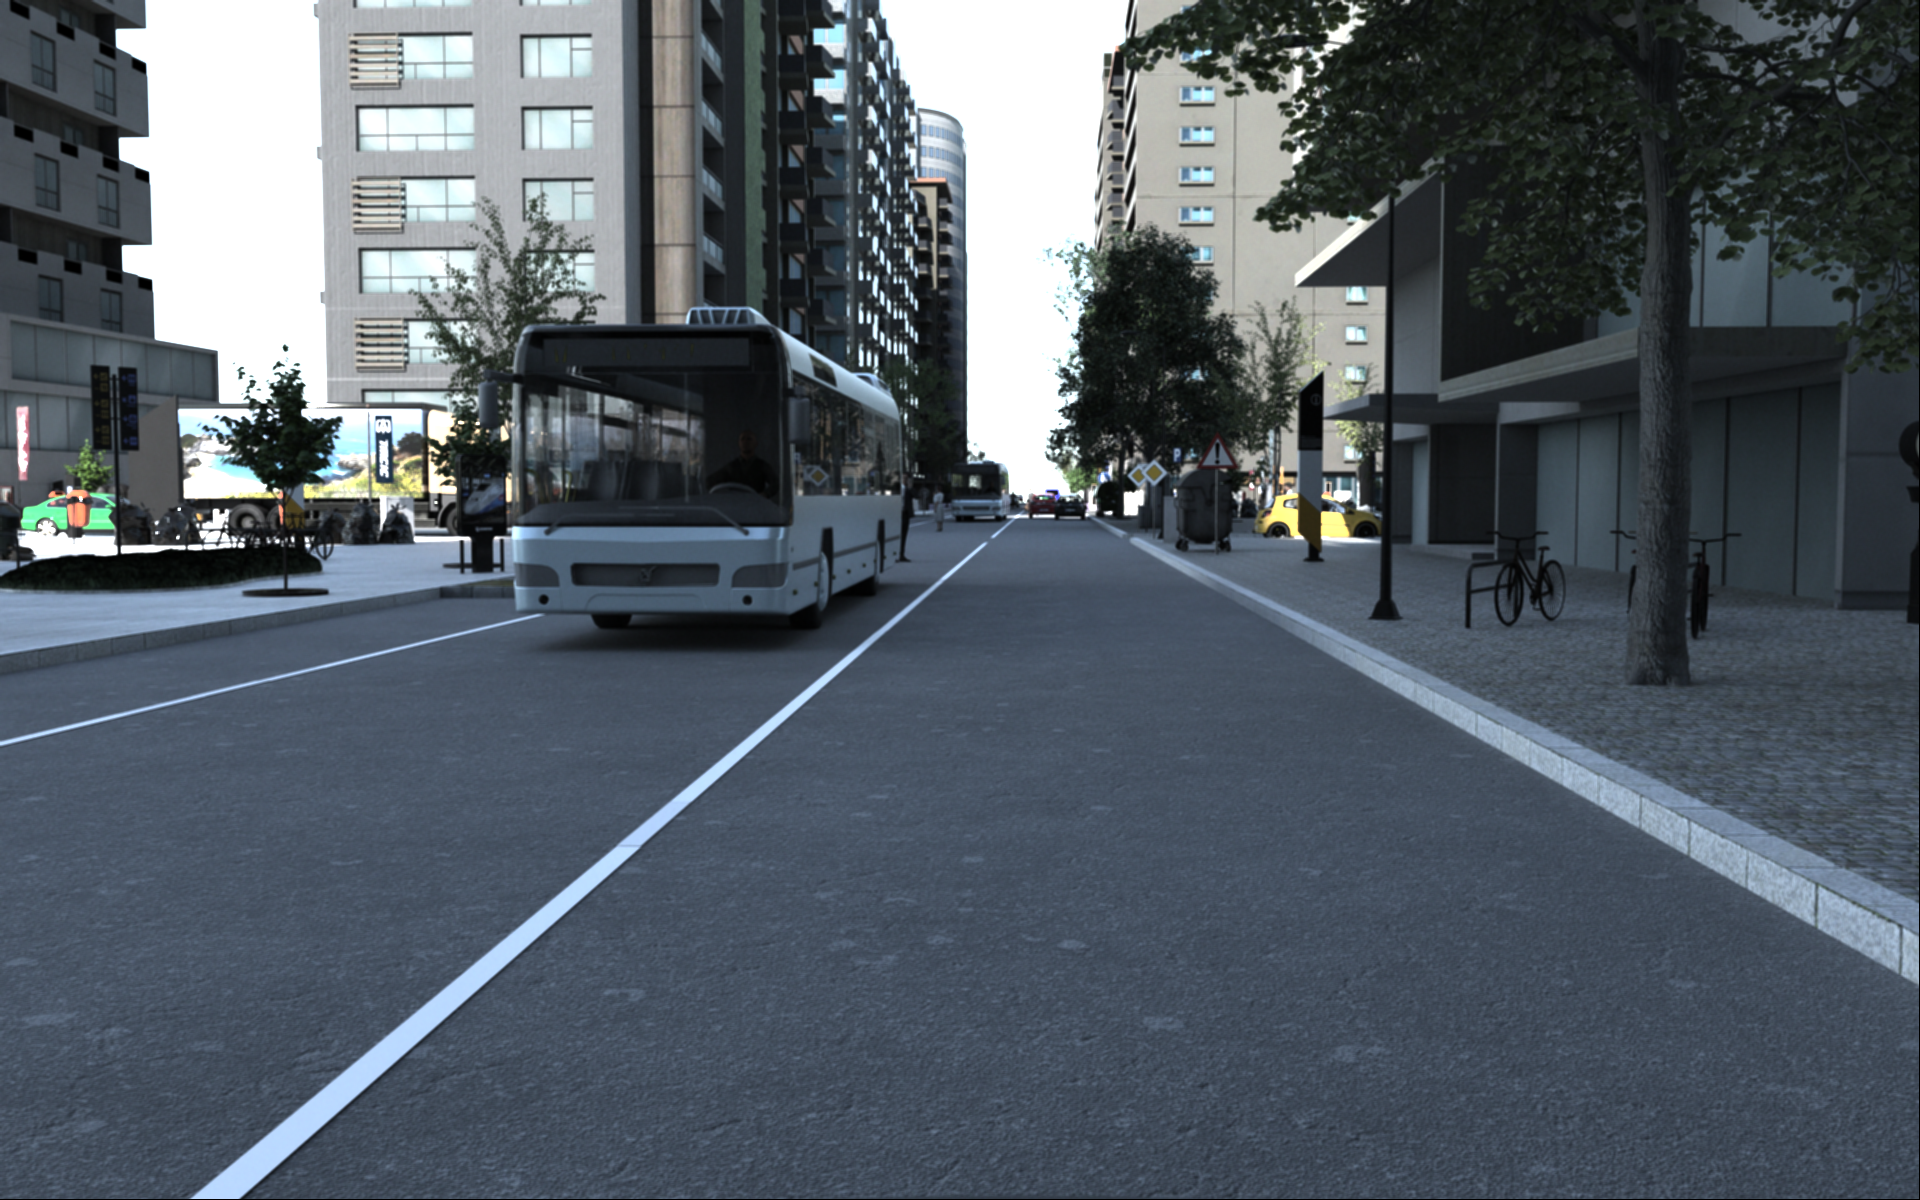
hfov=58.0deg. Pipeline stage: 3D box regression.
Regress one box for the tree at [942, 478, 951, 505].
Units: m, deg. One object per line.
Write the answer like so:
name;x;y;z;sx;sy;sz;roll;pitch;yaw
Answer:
tree;-1.322;-11.353;180.220;1.663;3.219;1.824;0;3;0

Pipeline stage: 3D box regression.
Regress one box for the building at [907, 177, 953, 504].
building;-12.324;-35.435;233.986;22.147;44.769;28.867;0;4;3

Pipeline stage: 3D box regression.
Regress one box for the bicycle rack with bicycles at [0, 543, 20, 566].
bicycle rack with bicycles;-17.407;-0.958;29.039;2.852;0.926;2.925;2;4;31

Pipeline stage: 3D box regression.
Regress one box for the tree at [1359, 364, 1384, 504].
tree;22.281;-8.893;95.757;4.737;8.622;4.395;0;3;0

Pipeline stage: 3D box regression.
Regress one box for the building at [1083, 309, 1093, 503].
building;25.730;-30.076;263.447;14.160;30.474;14.107;0;4;3

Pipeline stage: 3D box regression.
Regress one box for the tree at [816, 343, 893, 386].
tree;-5.886;-8.142;83.477;4.737;8.622;4.395;0;3;0

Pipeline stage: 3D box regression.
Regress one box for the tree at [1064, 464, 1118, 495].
tree;11.101;-9.408;137.535;4.285;4.588;4.351;0;3;0

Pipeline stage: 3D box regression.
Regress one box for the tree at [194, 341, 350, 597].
tree;-8.484;-1.674;21.966;1.663;3.219;1.824;0;3;0

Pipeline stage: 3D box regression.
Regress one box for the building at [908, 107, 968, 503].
building;-10.065;-44.035;261.977;21.231;58.520;28.212;0;4;3

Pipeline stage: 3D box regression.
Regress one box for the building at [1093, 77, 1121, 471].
building;26.175;-34.836;193.270;21.300;48.544;21.600;0;4;3

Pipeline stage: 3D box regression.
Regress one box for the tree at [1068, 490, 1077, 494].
tree;16.971;-16.048;256.992;1.663;3.219;1.824;0;3;0

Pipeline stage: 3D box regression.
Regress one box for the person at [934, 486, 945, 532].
person;-0.856;-3.505;66.380;0.524;1.755;0.480;2;4;35

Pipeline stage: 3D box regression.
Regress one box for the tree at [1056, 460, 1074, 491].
tree;17.366;-20.287;282.052;4.360;8.622;3.978;0;3;0

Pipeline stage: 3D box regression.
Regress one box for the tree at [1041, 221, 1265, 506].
tree;8.157;-9.548;73.118;9.611;12.733;9.660;0;3;0

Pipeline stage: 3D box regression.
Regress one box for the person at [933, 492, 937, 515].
person;-1.712;-6.715;120.102;0.330;1.601;0.589;2;4;25

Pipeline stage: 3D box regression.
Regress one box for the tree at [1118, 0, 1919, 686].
tree;4.540;-5.729;11.791;7.486;12.596;7.792;0;3;0

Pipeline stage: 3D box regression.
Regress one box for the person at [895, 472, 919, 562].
person;-1.191;-1.758;36.608;0.648;1.900;0.474;-2;4;-32

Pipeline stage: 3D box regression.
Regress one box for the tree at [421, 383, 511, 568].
tree;-8.700;-2.191;30.426;1.663;3.219;1.824;0;3;0

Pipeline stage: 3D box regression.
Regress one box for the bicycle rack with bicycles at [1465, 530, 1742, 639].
bicycle rack with bicycles;6.269;-0.214;16.879;2.852;0.926;2.925;2;4;33

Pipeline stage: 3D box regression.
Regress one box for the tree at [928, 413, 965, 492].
tree;-1.961;-12.359;152.428;4.360;8.622;3.978;0;3;0

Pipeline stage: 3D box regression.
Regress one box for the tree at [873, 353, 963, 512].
tree;-3.752;-12.285;126.619;9.928;11.665;9.643;0;3;0

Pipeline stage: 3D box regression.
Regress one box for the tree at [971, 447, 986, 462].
tree;2.491;-18.928;259.833;4.360;8.622;3.978;0;3;0

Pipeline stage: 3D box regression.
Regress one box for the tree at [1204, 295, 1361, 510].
tree;11.474;-6.943;63.887;4.737;8.622;4.395;0;3;0

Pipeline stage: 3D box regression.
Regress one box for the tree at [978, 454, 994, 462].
tree;4.326;-20.868;291.557;4.737;8.622;4.395;0;3;0

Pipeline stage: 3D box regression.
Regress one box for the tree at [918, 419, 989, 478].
tree;-0.583;-16.489;204.011;8.767;10.594;7.601;0;4;-8

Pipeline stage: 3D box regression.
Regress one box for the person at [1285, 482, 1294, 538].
person;10.306;-2.809;54.602;0.466;1.800;0.511;1;4;11

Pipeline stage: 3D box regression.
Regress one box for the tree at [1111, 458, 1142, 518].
tree;9.050;-6.002;92.741;1.663;3.219;1.824;0;3;0

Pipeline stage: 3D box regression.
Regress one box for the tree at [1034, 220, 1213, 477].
tree;11.276;-16.002;117.518;12.611;20.169;13.585;0;3;0

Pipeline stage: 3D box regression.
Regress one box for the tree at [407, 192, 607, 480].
tree;-10.711;-5.582;41.624;4.737;8.622;4.395;0;3;0

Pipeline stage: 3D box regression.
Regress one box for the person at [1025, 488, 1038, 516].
person;4.680;-6.418;113.399;0.822;1.834;0.622;3;4;38

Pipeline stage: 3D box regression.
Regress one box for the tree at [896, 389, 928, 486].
tree;-4.698;-10.044;114.583;4.360;8.622;3.978;0;3;0

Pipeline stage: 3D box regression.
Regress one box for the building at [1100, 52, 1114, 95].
building;30.759;-51.461;279.635;20.563;71.187;20.611;0;4;3

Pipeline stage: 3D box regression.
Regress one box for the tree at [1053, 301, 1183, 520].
tree;8.151;-9.830;86.469;9.928;11.665;9.643;0;3;0

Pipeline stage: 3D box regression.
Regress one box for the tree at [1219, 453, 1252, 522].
tree;12.552;-5.243;80.324;1.663;3.219;1.824;0;3;0

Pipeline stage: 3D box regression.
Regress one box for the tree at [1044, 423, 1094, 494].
tree;13.987;-17.206;215.733;8.767;10.594;7.601;2;4;29

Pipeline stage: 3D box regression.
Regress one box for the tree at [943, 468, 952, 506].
tree;-0.323;-12.654;190.598;4.285;4.588;4.351;0;3;0

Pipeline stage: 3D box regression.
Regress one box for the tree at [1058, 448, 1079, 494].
tree;15.649;-18.107;246.406;4.737;8.622;4.395;0;3;0

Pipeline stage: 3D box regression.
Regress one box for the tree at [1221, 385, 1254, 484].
tree;16.143;-9.486;105.463;4.360;8.622;3.978;0;3;0

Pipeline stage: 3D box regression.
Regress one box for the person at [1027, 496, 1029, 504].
person;9.656;-14.343;244.473;0.415;1.643;0.593;0;4;4

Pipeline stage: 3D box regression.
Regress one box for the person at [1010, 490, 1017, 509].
person;5.167;-9.850;169.556;1.348;1.824;0.705;-3;5;-43

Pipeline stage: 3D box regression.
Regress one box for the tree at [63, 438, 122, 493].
tree;-30.332;-4.009;60.155;1.663;3.219;1.824;0;3;0

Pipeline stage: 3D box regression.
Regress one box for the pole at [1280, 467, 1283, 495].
pole;24.292;-8.374;130.764;0.158;3.312;0.155;0;3;0

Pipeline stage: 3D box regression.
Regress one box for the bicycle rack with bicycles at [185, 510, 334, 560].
bicycle rack with bicycles;-13.323;-1.220;33.334;2.852;0.926;2.925;2;4;32
